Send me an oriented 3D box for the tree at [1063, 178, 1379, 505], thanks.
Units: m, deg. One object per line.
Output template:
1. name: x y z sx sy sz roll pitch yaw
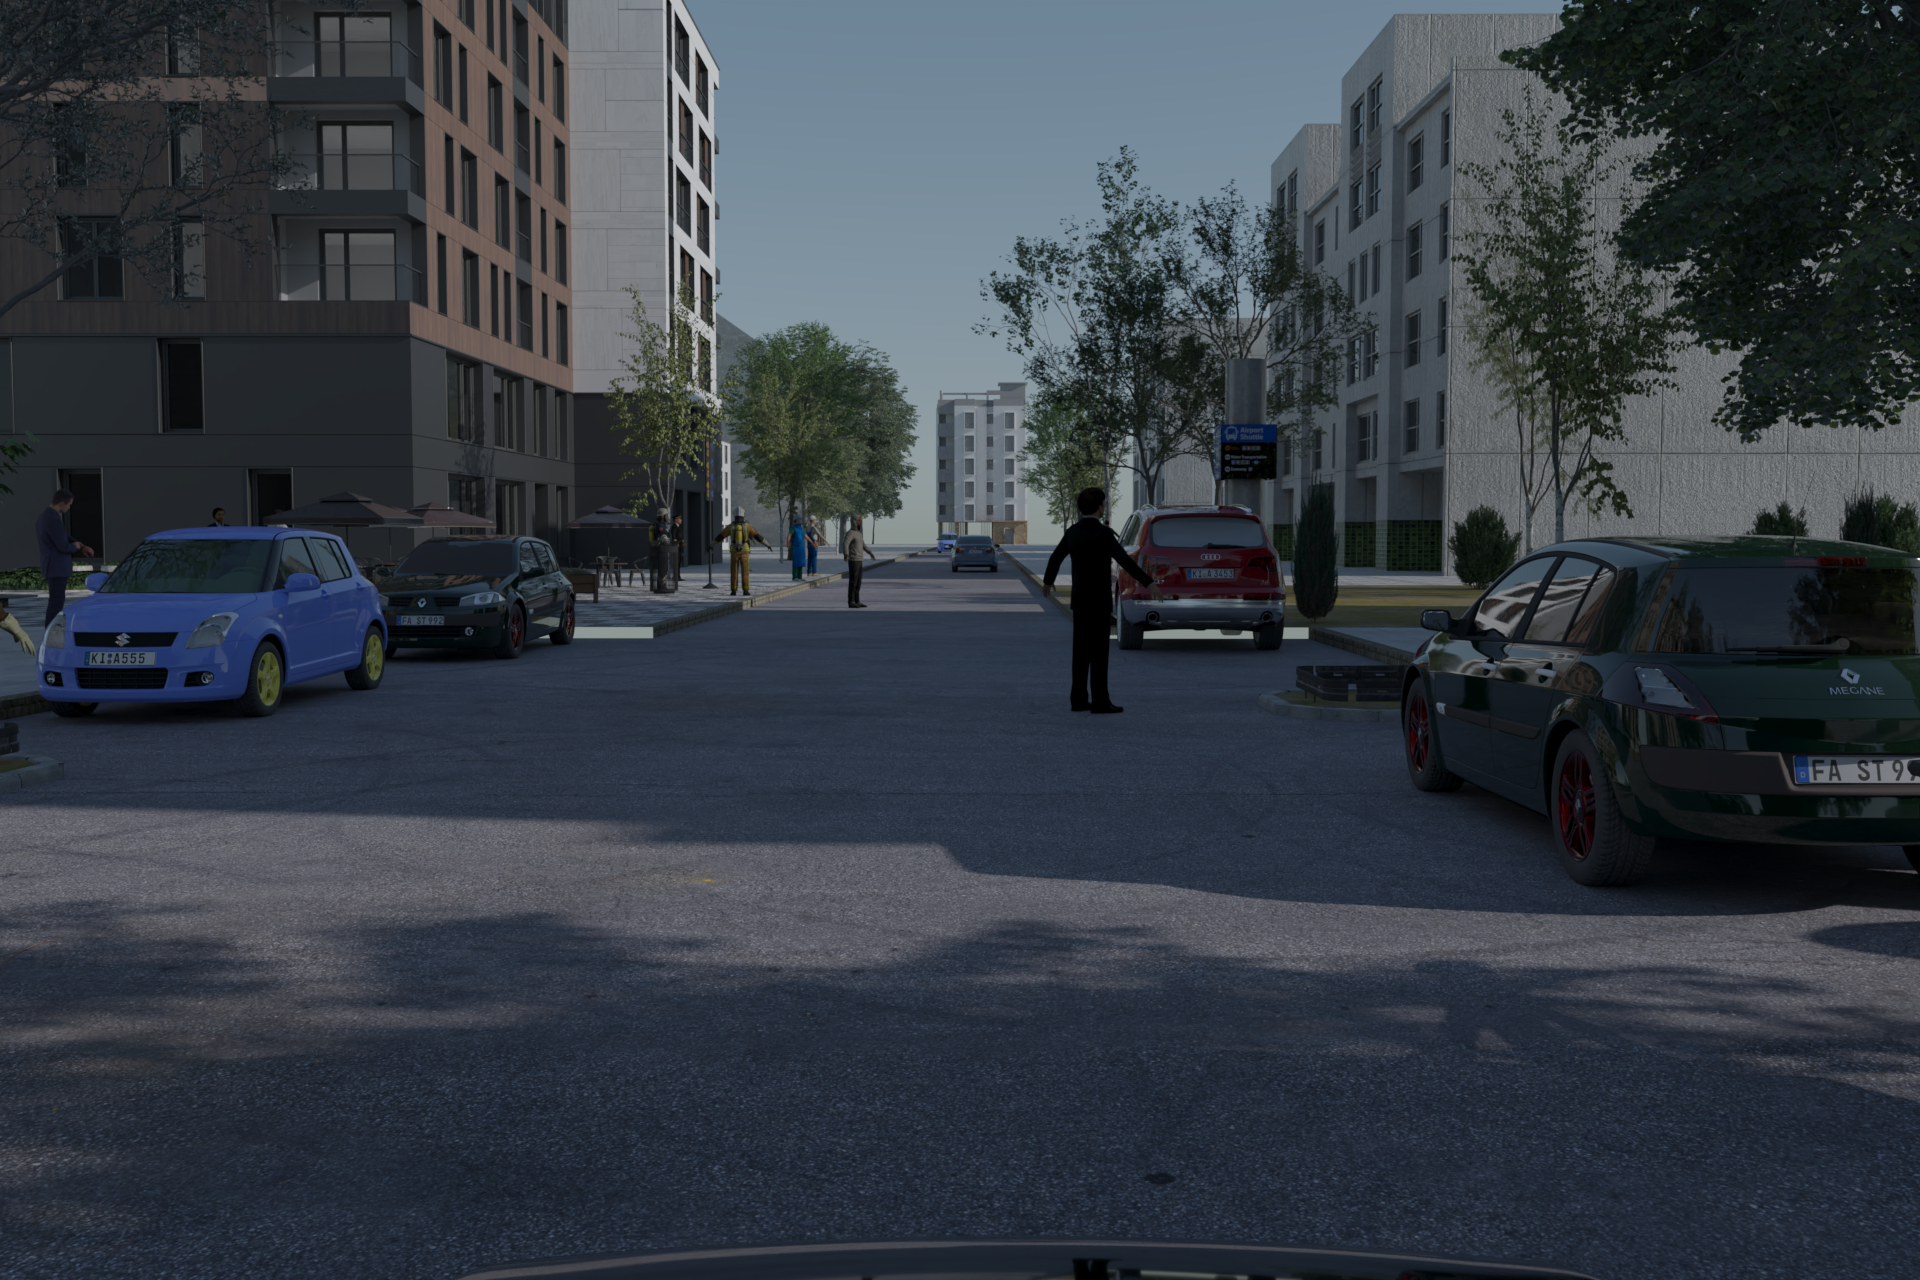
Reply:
1. tree: 6.797 -6.851 46.419 8.767 10.594 7.601 1 4 11

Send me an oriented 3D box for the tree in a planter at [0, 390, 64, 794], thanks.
1. tree in a planter: -6.271 -0.759 9.625 1.991 3.239 1.994 0 4 1

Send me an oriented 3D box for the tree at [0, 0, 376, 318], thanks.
1. tree: -11.433 -6.595 18.199 12.009 13.543 11.850 0 3 0

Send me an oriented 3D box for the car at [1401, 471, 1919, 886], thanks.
1. car: 3.379 0.083 8.426 2.009 1.686 4.222 0 4 1

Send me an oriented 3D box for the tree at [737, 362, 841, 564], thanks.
1. tree: -7.522 -7.626 75.051 4.737 8.622 4.395 0 3 0

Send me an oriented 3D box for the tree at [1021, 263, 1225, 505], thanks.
1. tree: 6.592 -7.648 59.453 8.767 10.594 7.601 -2 4 -31

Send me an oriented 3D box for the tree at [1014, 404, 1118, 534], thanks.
1. tree: 7.737 -12.188 125.028 9.928 11.665 9.643 0 3 0

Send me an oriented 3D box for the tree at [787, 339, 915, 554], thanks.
1. tree: -7.821 -12.700 114.301 9.857 13.997 8.962 0 3 0

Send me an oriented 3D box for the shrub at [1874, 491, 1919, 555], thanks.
1. shrub: 17.041 -1.700 31.835 1.661 2.075 1.752 0 3 0

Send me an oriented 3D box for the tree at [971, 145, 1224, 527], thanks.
1. tree: 6.941 -14.146 87.169 12.611 20.169 13.585 0 3 0

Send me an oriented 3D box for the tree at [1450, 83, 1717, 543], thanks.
1. tree: 10.204 -4.787 28.628 4.737 8.622 4.395 0 3 0

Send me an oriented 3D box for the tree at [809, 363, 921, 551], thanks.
1. tree: -7.619 -13.598 128.986 9.857 13.997 8.962 0 3 0

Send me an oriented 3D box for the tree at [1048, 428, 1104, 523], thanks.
1. tree: 8.114 -10.215 117.371 4.737 8.622 4.395 0 3 0

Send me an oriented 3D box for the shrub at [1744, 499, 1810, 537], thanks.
1. shrub: 18.690 -2.168 39.493 1.661 2.075 1.752 0 3 0

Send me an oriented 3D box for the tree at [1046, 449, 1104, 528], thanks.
1. tree: 14.741 -18.491 220.447 7.486 12.596 7.792 0 3 0

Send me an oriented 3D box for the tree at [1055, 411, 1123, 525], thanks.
1. tree: 7.801 -9.201 100.800 4.737 8.622 4.395 0 3 0

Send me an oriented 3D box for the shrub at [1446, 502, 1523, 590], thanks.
1. shrub: 12.160 -2.187 40.178 1.690 2.028 1.600 0 3 0

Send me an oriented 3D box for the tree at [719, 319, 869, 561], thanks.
1. tree: -7.988 -9.630 83.213 9.928 11.665 9.643 0 3 0

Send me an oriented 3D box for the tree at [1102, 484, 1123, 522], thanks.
1. tree: 18.029 -16.134 214.159 4.737 8.622 4.395 0 3 0

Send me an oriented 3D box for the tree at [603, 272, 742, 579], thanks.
1. tree: -8.338 -6.057 49.392 4.737 8.622 4.395 0 3 0

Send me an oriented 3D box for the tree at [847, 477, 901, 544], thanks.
1. tree: -10.544 -17.223 216.005 7.601 10.594 8.767 0 4 -8

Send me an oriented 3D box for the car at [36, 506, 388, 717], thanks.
1. car: -6.237 -0.312 14.689 1.945 1.707 3.694 0 4 1

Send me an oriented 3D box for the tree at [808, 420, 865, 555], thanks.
1. tree: -7.425 -9.473 105.242 4.360 8.622 3.978 0 3 0

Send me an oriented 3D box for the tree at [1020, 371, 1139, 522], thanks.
1. tree: 7.534 -11.206 108.975 9.928 11.665 9.643 0 3 0

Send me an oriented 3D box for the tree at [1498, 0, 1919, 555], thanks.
1. tree: 9.660 -6.727 16.637 9.857 13.997 8.962 0 3 0

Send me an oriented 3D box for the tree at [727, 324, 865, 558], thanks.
1. tree: -8.847 -10.750 93.884 7.486 12.596 7.792 0 3 0

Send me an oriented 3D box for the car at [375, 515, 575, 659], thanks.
1. car: -5.923 -0.693 21.123 2.009 1.686 4.222 0 4 1

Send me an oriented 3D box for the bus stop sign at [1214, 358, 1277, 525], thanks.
1. bus stop sign: 4.322 -2.279 26.278 0.837 3.901 0.837 0 4 2

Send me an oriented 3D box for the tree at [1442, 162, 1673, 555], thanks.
1. tree: 11.397 -5.172 34.921 4.360 8.622 3.978 0 3 0

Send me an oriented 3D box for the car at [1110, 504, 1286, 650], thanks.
1. car: 2.991 -0.876 22.993 2.281 1.827 5.304 0 4 1
